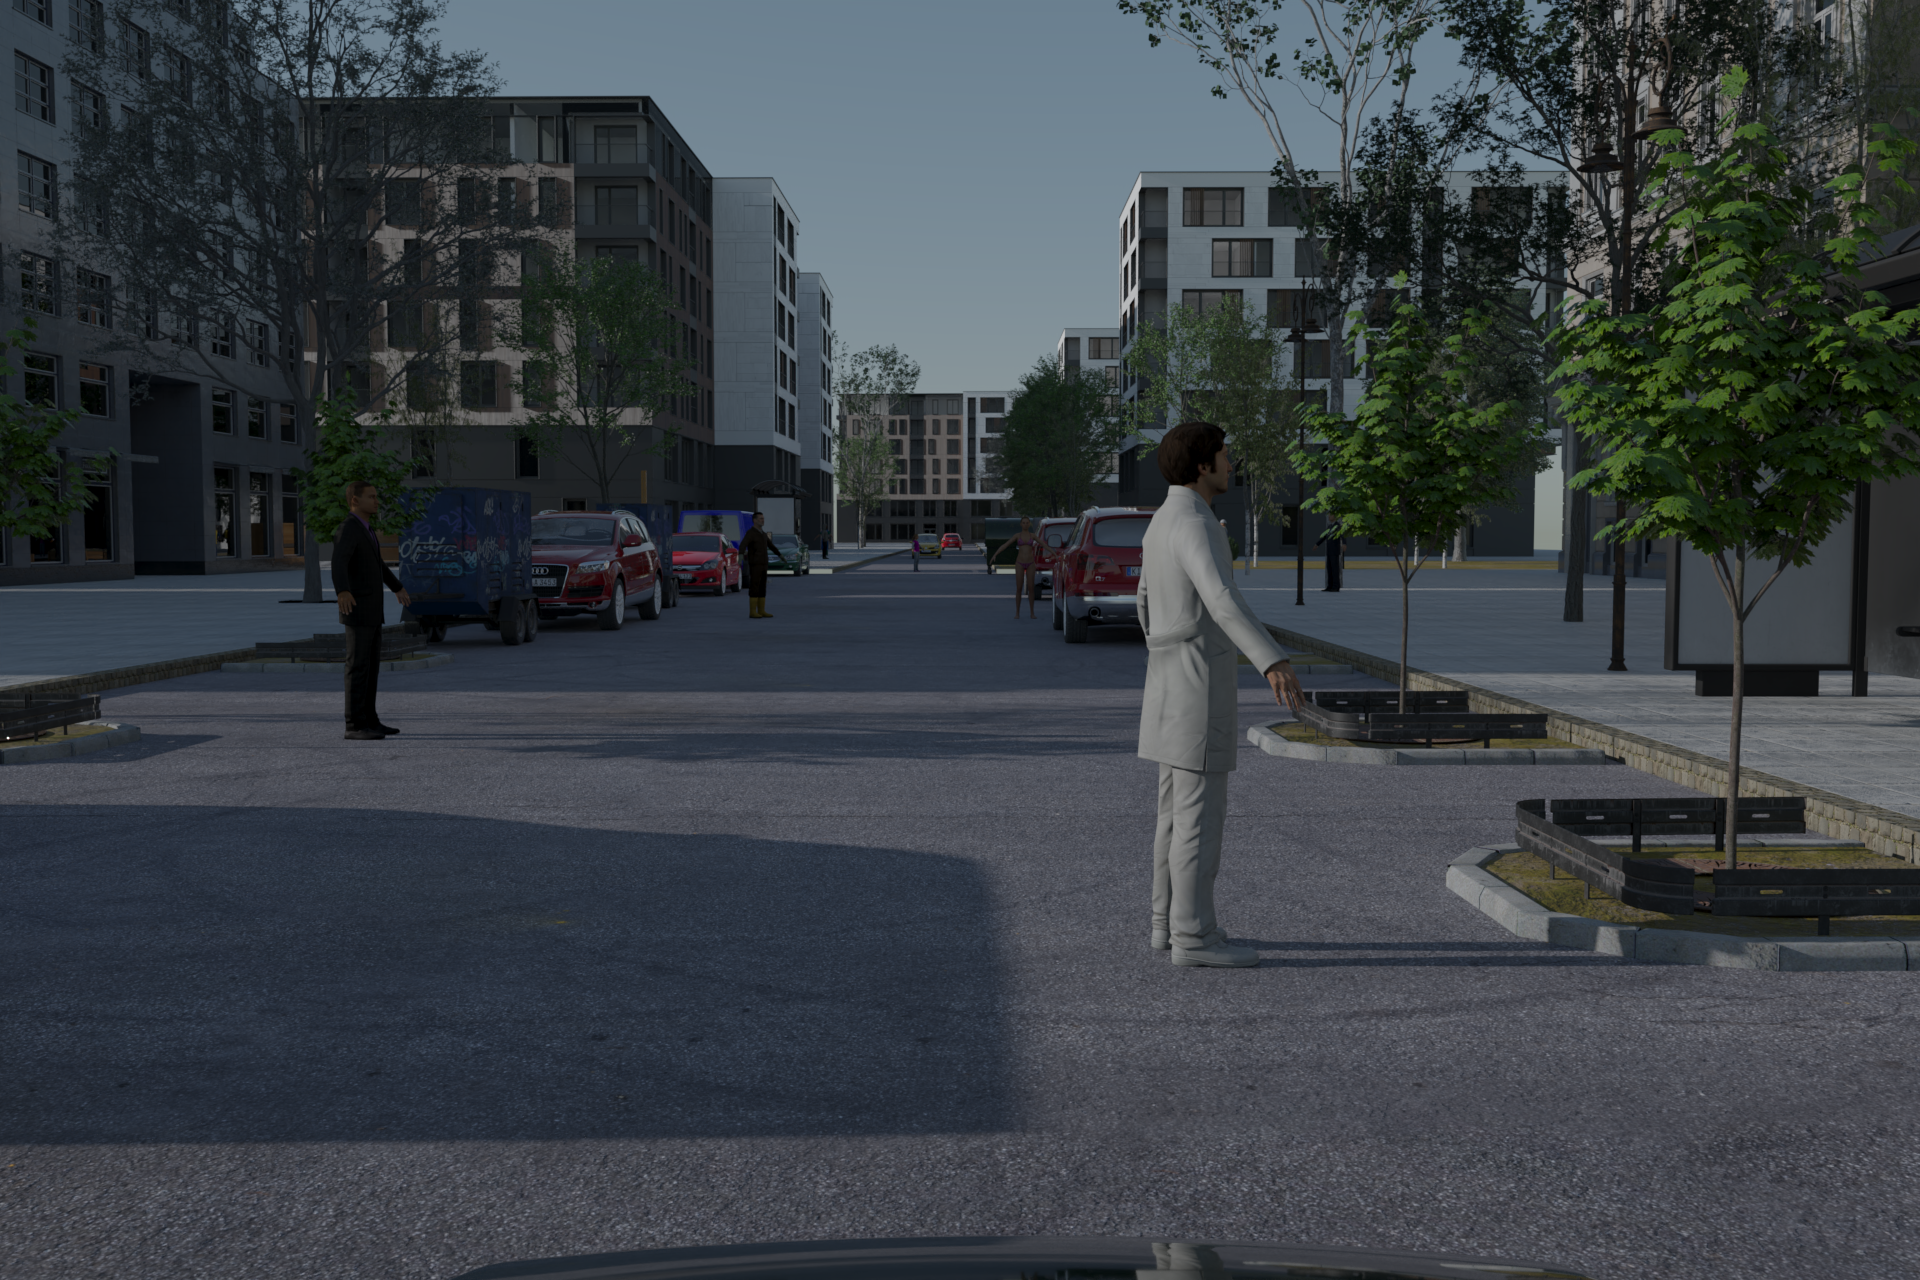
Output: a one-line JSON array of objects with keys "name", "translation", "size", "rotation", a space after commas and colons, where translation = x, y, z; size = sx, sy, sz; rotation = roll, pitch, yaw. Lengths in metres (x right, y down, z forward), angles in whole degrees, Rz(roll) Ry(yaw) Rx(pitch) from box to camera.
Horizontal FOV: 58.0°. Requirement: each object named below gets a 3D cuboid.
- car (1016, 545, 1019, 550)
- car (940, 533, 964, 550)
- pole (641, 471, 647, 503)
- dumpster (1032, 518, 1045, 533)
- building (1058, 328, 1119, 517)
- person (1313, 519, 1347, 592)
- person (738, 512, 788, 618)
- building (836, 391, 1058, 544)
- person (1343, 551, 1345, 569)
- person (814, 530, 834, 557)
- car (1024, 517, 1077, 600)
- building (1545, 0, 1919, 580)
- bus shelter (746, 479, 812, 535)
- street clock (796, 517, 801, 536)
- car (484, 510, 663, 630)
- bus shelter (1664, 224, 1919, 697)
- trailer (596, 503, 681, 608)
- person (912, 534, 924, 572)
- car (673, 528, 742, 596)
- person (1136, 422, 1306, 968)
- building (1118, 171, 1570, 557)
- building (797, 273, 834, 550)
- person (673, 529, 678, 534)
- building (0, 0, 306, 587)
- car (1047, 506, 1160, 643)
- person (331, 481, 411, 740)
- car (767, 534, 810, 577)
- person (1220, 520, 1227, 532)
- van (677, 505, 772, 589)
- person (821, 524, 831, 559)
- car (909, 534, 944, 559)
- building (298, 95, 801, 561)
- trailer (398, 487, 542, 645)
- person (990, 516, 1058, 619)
[{"name": "car", "translation": [2.914, -2.711, 56.129], "size": [2.131, 1.459, 4.920], "rotation": [0, 4, -1]}, {"name": "car", "translation": [-0.723, -8.814, 153.148], "size": [2.155, 1.783, 4.494], "rotation": [0, 4, 1]}, {"name": "pole", "translation": [-10.148, -3.782, 55.676], "size": [0.158, 3.312, 0.155], "rotation": [0, 3, 0]}, {"name": "dumpster", "translation": [2.789, -2.253, 45.048], "size": [1.865, 1.857, 1.264], "rotation": [0, 4, -1]}, {"name": "building", "translation": [24.430, -21.051, 188.161], "size": [27.936, 21.610, 32.646], "rotation": [0, 4, 1]}, {"name": "person", "translation": [8.255, -1.981, 38.437], "size": [0.704, 1.823, 1.345], "rotation": [-1, 4, -18]}, {"name": "person", "translation": [-3.420, -1.283, 29.567], "size": [0.704, 1.812, 1.346], "rotation": [2, 4, 29]}, {"name": "building", "translation": [-1.106, -25.275, 259.671], "size": [32.646, 21.610, 27.936], "rotation": [0, 4, 3]}, {"name": "person", "translation": [12.995, -3.235, 59.678], "size": [0.721, 1.737, 1.214], "rotation": [2, 4, 29]}, {"name": "person", "translation": [-7.748, -5.684, 99.067], "size": [1.347, 1.817, 0.704], "rotation": [2, 4, 29]}, {"name": "car", "translation": [2.494, -1.858, 39.049], "size": [2.281, 1.827, 5.304], "rotation": [0, 4, 1]}, {"name": "building", "translation": [26.010, -15.969, 47.001], "size": [13.634, 28.700, 20.117], "rotation": [0, 4, 1]}, {"name": "bus shelter", "translation": [-6.902, -4.454, 66.754], "size": [2.014, 3.302, 5.546], "rotation": [0, 4, 0]}, {"name": "street clock", "translation": [-6.890, -4.191, 73.093], "size": [0.358, 2.002, 0.471], "rotation": [0, 4, 1]}, {"name": "car", "translation": [-6.058, -1.149, 27.467], "size": [2.281, 1.827, 5.304], "rotation": [0, 4, 0]}, {"name": "bus shelter", "translation": [6.365, -1.051, 11.115], "size": [2.014, 3.302, 5.546], "rotation": [0, 4, 0]}, {"name": "trailer", "translation": [-6.280, -1.585, 32.969], "size": [1.471, 1.999, 3.904], "rotation": [0, 4, 0]}, {"name": "person", "translation": [-1.590, -3.290, 65.511], "size": [0.599, 1.433, 0.991], "rotation": [2, 4, 24]}, {"name": "car", "translation": [-6.309, -1.969, 41.226], "size": [2.155, 1.783, 4.494], "rotation": [0, 4, 1]}, {"name": "person", "translation": [0.814, 0.170, 5.858], "size": [0.705, 1.806, 1.347], "rotation": [-1, 4, -10]}, {"name": "building", "translation": [24.208, -16.522, 114.106], "size": [27.936, 21.610, 32.646], "rotation": [0, 4, 0]}, {"name": "building", "translation": [-24.870, -17.701, 133.393], "size": [27.936, 21.610, 32.646], "rotation": [0, 3, 0]}, {"name": "person", "translation": [-9.246, -3.190, 58.334], "size": [1.348, 1.807, 0.705], "rotation": [0, 4, -3]}, {"name": "building", "translation": [-28.236, -14.201, 50.593], "size": [11.959, 24.771, 22.079], "rotation": [0, 4, 0]}, {"name": "car", "translation": [2.384, -0.953, 24.262], "size": [2.281, 1.827, 5.304], "rotation": [0, 4, 0]}, {"name": "person", "translation": [-4.174, -0.214, 12.183], "size": [0.704, 1.802, 1.346], "rotation": [0, 4, -1]}, {"name": "car", "translation": [-6.255, -2.944, 59.926], "size": [2.131, 1.459, 4.920], "rotation": [0, 4, 0]}, {"name": "person", "translation": [10.253, -3.778, 67.630], "size": [0.705, 1.847, 1.347], "rotation": [1, 4, 17]}, {"name": "van", "translation": [-6.407, -2.616, 47.164], "size": [2.240, 2.365, 5.245], "rotation": [0, 4, 1]}, {"name": "person", "translation": [-6.879, -5.045, 88.611], "size": [0.705, 1.813, 1.348], "rotation": [1, 4, 11]}, {"name": "car", "translation": [-1.936, -5.569, 101.277], "size": [2.015, 1.641, 3.980], "rotation": [0, 4, 0]}, {"name": "building", "translation": [-24.686, -15.511, 97.572], "size": [27.936, 21.610, 32.646], "rotation": [0, 4, 1]}, {"name": "trailer", "translation": [-6.360, -0.905, 21.844], "size": [1.471, 1.999, 3.904], "rotation": [0, 4, 0]}, {"name": "person", "translation": [1.109, -1.225, 29.291], "size": [1.217, 1.733, 0.721], "rotation": [0, 4, -2]}]
